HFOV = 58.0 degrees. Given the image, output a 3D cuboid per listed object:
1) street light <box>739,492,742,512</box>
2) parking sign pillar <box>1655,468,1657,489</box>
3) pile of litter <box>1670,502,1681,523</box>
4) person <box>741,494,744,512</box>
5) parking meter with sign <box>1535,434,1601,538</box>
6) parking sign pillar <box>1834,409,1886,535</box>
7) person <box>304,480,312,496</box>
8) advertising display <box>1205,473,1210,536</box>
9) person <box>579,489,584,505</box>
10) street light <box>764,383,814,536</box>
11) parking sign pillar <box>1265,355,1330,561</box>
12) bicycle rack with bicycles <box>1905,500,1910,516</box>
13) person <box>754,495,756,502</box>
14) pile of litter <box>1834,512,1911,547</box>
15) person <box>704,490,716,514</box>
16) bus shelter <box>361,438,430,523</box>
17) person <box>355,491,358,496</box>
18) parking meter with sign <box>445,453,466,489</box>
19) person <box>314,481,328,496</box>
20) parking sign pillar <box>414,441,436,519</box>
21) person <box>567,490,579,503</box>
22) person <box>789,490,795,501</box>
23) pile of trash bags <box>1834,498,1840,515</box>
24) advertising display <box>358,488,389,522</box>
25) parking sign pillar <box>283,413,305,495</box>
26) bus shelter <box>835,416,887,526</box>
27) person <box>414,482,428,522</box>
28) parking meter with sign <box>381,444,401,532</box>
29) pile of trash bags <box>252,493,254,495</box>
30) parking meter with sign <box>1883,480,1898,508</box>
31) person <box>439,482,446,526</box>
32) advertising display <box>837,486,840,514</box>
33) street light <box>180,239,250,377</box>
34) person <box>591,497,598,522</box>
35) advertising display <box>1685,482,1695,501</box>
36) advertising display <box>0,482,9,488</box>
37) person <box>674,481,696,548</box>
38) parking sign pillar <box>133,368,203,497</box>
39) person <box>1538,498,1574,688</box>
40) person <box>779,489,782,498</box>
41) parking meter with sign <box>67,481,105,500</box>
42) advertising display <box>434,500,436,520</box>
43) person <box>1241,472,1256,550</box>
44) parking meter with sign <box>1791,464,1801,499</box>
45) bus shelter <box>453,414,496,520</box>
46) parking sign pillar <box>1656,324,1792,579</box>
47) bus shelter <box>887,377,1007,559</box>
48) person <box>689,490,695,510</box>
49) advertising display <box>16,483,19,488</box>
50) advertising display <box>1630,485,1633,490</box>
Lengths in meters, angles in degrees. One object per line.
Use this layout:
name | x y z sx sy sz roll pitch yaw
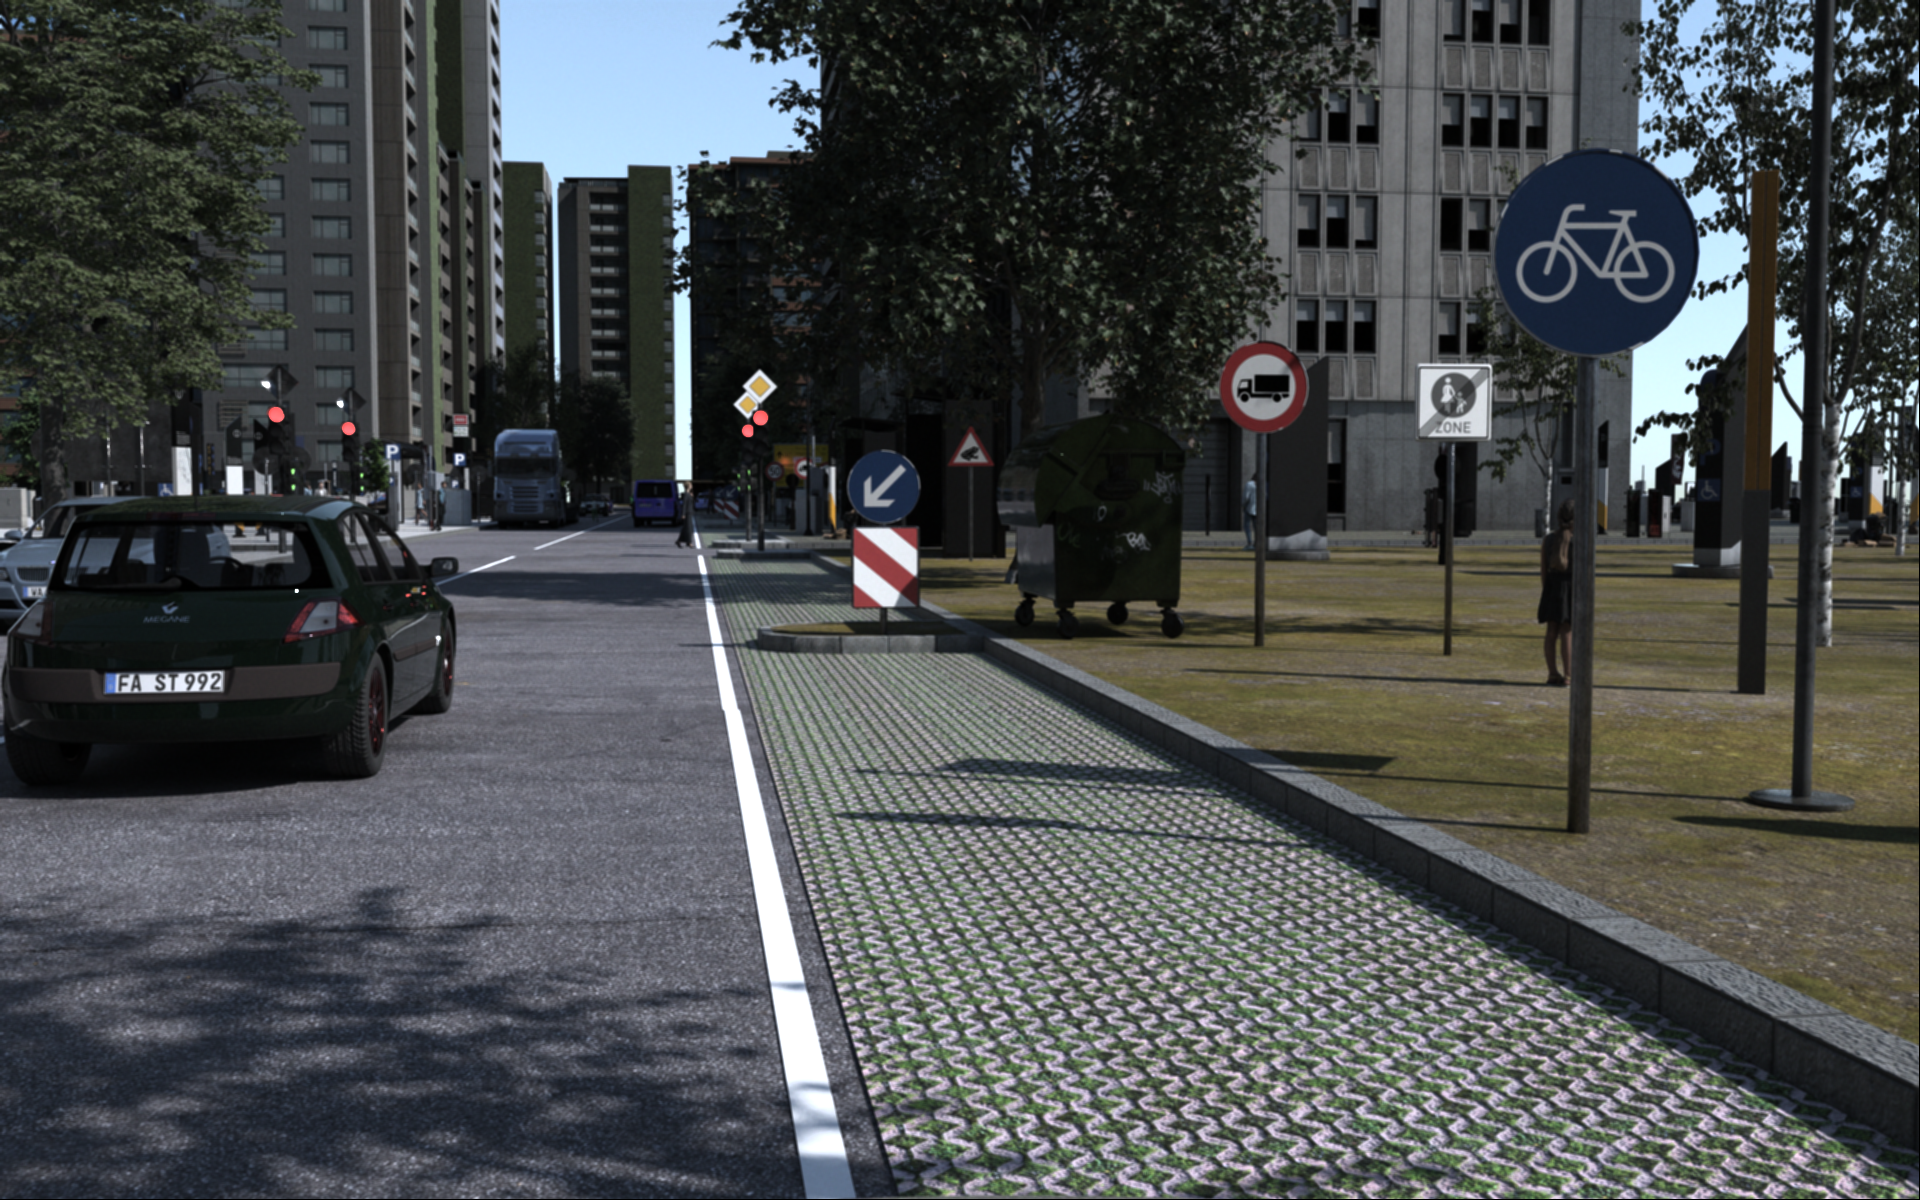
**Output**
street light | -10.538 -7.004 87.053 1.470 5.913 1.316 -1 4 -9
parking sign pillar | 49.437 -8.131 121.408 1.447 3.967 1.447 1 4 23
pile of litter | 32.109 -3.884 77.463 1.719 0.858 1.176 3 5 40
person | -15.618 -7.315 125.518 0.599 1.838 0.709 0 4 -5
parking meter with sign | 17.759 -3.326 50.649 1.738 3.016 0.543 1 4 12
parking sign pillar | 28.358 -4.037 54.483 1.447 3.967 1.447 3 4 38
person | -24.554 -3.580 64.833 0.793 1.790 0.793 0 4 3
advertising display | 7.675 -2.961 53.625 0.123 1.923 0.974 1 4 10
person | -37.185 -10.018 170.374 0.750 1.759 0.617 0 4 -3
street light | -5.192 -4.918 52.948 1.470 5.913 1.316 -1 4 -9
parking sign pillar | 6.488 -2.766 33.695 1.447 3.967 1.447 -1 4 -20
bicycle rack with bicycles | 55.816 -5.376 101.274 2.852 0.926 2.925 0 4 7
person | -17.424 -8.476 147.878 0.557 1.426 1.065 -2 4 -26
pile of litter | 22.233 -1.717 42.033 1.176 0.858 1.719 -3 5 -42
person | -17.869 -7.050 124.325 0.990 1.755 0.434 -1 4 -16
bus shelter | -21.566 -4.398 65.826 2.014 3.302 5.546 -1 4 -9
person | -22.843 -3.613 65.451 0.374 1.781 0.599 0 4 -5
parking meter with sign | -21.797 -4.782 74.450 0.543 3.016 1.738 -3 4 -36
person | -26.183 -3.967 71.110 0.606 1.804 0.583 -3 5 -41
parking sign pillar | -27.031 -6.089 88.035 1.447 3.967 1.447 0 4 -1
person | -35.809 -9.373 160.001 1.217 1.736 0.721 -1 4 -21
person | -19.083 -11.759 198.309 1.348 1.824 0.705 3 5 40
pile of trash bags | 52.892 -5.814 104.809 3.447 1.369 1.912 2 4 34
advertising display | -19.343 -3.175 57.127 0.974 1.923 0.123 0 4 3
parking sign pillar | -22.414 -4.260 58.128 1.447 3.967 1.447 -3 4 -37
bus shelter | -2.900 -3.905 55.122 1.731 3.624 6.357 -1 4 -9
person | -24.326 -4.405 78.163 0.778 1.811 0.616 -2 4 -35
parking meter with sign | -19.576 -3.867 59.481 0.543 3.016 1.738 -1 4 -11
pile of trash bags | -37.447 -4.966 90.942 1.912 1.369 3.447 -2 4 -30
parking meter with sign | 49.862 -5.972 93.897 1.738 3.016 0.543 2 4 25
person | -20.777 -3.851 69.357 0.444 1.785 0.601 0 4 1
advertising display | -7.300 -6.396 109.787 0.974 1.923 0.123 1 4 8
street light | -13.587 -3.613 31.610 1.470 5.913 1.316 -1 4 -9
person | -18.604 -4.617 88.238 0.306 1.304 0.590 -2 4 -32
advertising display | 39.072 -5.352 92.716 0.974 1.923 0.123 -3 5 -42
advertising display | -50.272 -5.253 91.097 0.123 1.923 0.974 1 4 18
person | -7.277 -2.265 45.956 0.534 1.772 0.576 -2 4 -25
parking sign pillar | -16.753 -2.945 36.620 1.447 3.967 1.447 -1 4 -14
person | 4.048 -0.053 11.580 0.373 1.253 0.362 -2 4 -31
person | -18.070 -10.254 173.560 0.709 1.838 0.599 2 4 29
parking meter with sign | -28.901 -3.670 56.267 1.738 3.016 0.543 0 4 4
advertising display | -26.095 -4.956 86.245 0.123 1.923 0.974 2 4 24
person | 6.685 -2.033 39.544 0.793 1.790 0.793 2 4 28
parking meter with sign | 48.846 -6.399 100.884 1.738 3.016 0.543 -1 4 -18
bus shelter | -24.741 -6.854 89.701 2.179 5.291 8.768 -1 4 -9
parking sign pillar | 11.776 -2.334 26.639 1.447 3.967 1.447 3 5 43
bus shelter | -0.307 -2.818 37.355 1.731 3.624 6.357 -1 4 -9
person | -23.722 -8.832 153.351 0.683 1.767 0.568 -2 4 -24
advertising display | -56.430 -6.011 103.492 0.974 1.923 0.123 3 5 45
advertising display | 49.442 -7.554 128.718 0.974 1.923 0.123 2 4 34
